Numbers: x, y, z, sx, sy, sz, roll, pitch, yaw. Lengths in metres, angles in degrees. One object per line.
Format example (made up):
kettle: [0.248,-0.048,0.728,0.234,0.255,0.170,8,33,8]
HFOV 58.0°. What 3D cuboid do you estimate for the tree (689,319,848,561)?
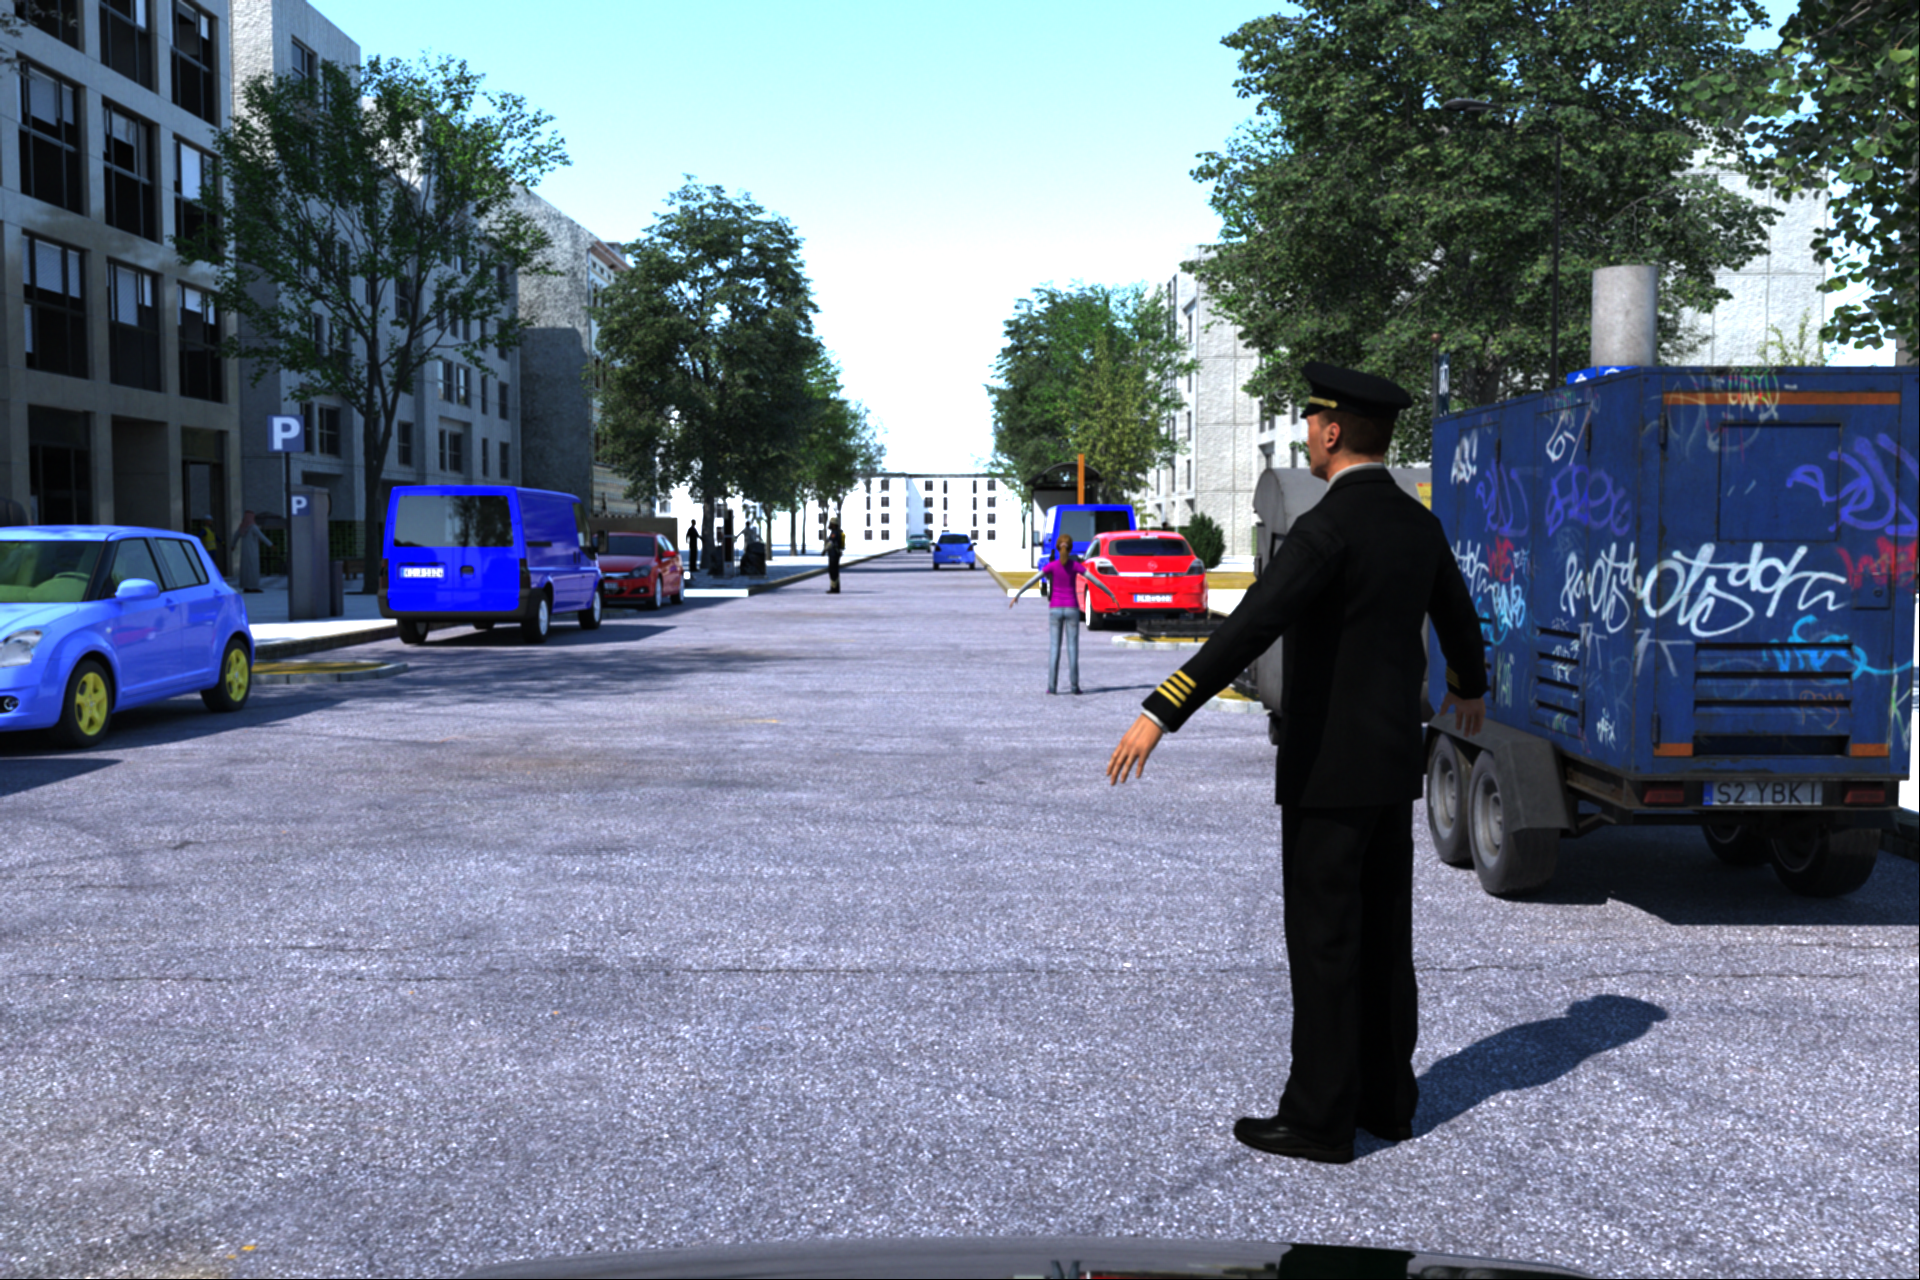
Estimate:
tree: [-9.173,-9.574,82.295,9.928,11.665,9.643,0,3,0]

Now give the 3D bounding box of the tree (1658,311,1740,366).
tree: [22.561,-6.499,56.625,4.360,8.622,3.978,0,3,0]

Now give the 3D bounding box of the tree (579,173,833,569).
tree: [-9.142,-9.568,63.085,9.857,13.997,8.962,0,3,0]

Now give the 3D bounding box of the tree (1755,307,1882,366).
tree: [27.982,-6.538,57.260,4.737,8.622,4.395,0,3,0]

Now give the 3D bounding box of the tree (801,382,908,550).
tree: [-9.834,-14.077,140.531,12.009,13.543,11.850,0,3,0]

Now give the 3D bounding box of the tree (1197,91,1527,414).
tree: [8.988,-6.940,39.220,9.928,11.665,9.643,0,3,0]

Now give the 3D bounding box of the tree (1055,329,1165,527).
tree: [5.510,-6.808,61.665,4.737,8.622,4.395,0,3,0]

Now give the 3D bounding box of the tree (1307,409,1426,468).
tree: [14.080,-6.556,57.561,4.360,8.622,3.978,0,3,0]

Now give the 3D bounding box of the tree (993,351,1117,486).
tree: [5.481,-10.474,97.013,9.928,11.665,9.643,0,3,0]

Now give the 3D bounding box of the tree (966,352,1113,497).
tree: [6.002,-12.196,109.770,12.009,13.543,11.850,0,3,0]

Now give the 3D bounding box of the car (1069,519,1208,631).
car: [2.750,-1.111,27.202,2.155,1.783,4.494,0,4,-1]

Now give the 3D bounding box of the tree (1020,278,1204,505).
tree: [6.058,-8.875,70.867,9.928,11.665,9.643,0,3,0]

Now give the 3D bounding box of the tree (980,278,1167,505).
tree: [5.908,-10.980,86.174,9.857,13.997,8.962,0,3,0]

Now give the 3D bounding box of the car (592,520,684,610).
car: [-6.554,-1.522,33.924,2.155,1.783,4.494,0,3,0]

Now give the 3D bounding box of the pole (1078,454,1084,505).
pole: [3.085,-3.081,44.220,0.158,3.312,0.155,0,3,0]

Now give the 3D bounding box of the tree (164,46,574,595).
tree: [-12.358,-6.780,36.605,9.928,11.665,9.643,0,3,0]

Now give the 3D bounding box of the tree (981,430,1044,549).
tree: [5.440,-13.489,146.299,9.928,11.665,9.643,0,3,0]

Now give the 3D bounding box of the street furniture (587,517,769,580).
street furniture: [-10.717,-2.317,44.743,11.010,1.723,9.812,-1,4,-10]

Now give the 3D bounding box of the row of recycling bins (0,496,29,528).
row of recycling bins: [-9.593,-0.526,15.721,1.069,1.692,3.534,0,4,1]

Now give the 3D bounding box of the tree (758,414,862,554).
tree: [-9.797,-10.837,111.597,7.601,10.594,8.767,-2,4,-26]

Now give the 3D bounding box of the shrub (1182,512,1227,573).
shrub: [8.013,-3.284,57.739,1.661,2.075,1.752,0,3,0]

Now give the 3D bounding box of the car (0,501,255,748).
car: [-6.654,-0.190,12.691,1.945,1.707,3.694,0,4,0]

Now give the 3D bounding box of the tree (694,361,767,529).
tree: [-9.708,-7.538,73.611,4.737,8.622,4.395,0,3,0]

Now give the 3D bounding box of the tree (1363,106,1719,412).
tree: [15.825,-8.463,48.741,12.009,13.543,11.850,0,3,0]

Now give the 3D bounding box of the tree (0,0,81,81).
tree: [-12.206,-6.200,11.735,12.009,13.543,11.850,0,3,0]

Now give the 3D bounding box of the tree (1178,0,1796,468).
tree: [8.364,-7.434,28.199,9.857,13.997,8.962,0,3,0]

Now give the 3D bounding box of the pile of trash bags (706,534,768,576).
pile of trash bags: [-6.998,-2.701,53.912,1.912,1.369,3.447,0,4,0]

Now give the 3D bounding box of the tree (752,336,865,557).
tree: [-9.277,-11.014,98.198,7.486,12.596,7.792,0,3,0]

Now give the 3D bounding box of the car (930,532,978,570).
car: [-0.239,-3.700,70.092,1.945,1.707,3.694,0,4,0]

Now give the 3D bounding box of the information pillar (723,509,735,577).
information pillar: [-6.843,-2.862,51.279,0.304,2.012,0.304,0,3,0]

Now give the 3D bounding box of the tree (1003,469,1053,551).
tree: [5.294,-10.906,128.669,4.737,8.622,4.395,0,3,0]

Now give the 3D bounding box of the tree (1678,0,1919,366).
tree: [8.352,-6.302,9.696,9.857,13.997,8.962,0,3,0]

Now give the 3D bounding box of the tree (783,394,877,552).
tree: [-9.696,-12.150,124.410,9.928,11.665,9.643,0,3,0]

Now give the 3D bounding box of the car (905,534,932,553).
car: [-3.209,-7.556,135.331,2.131,1.459,4.920,0,4,0]
